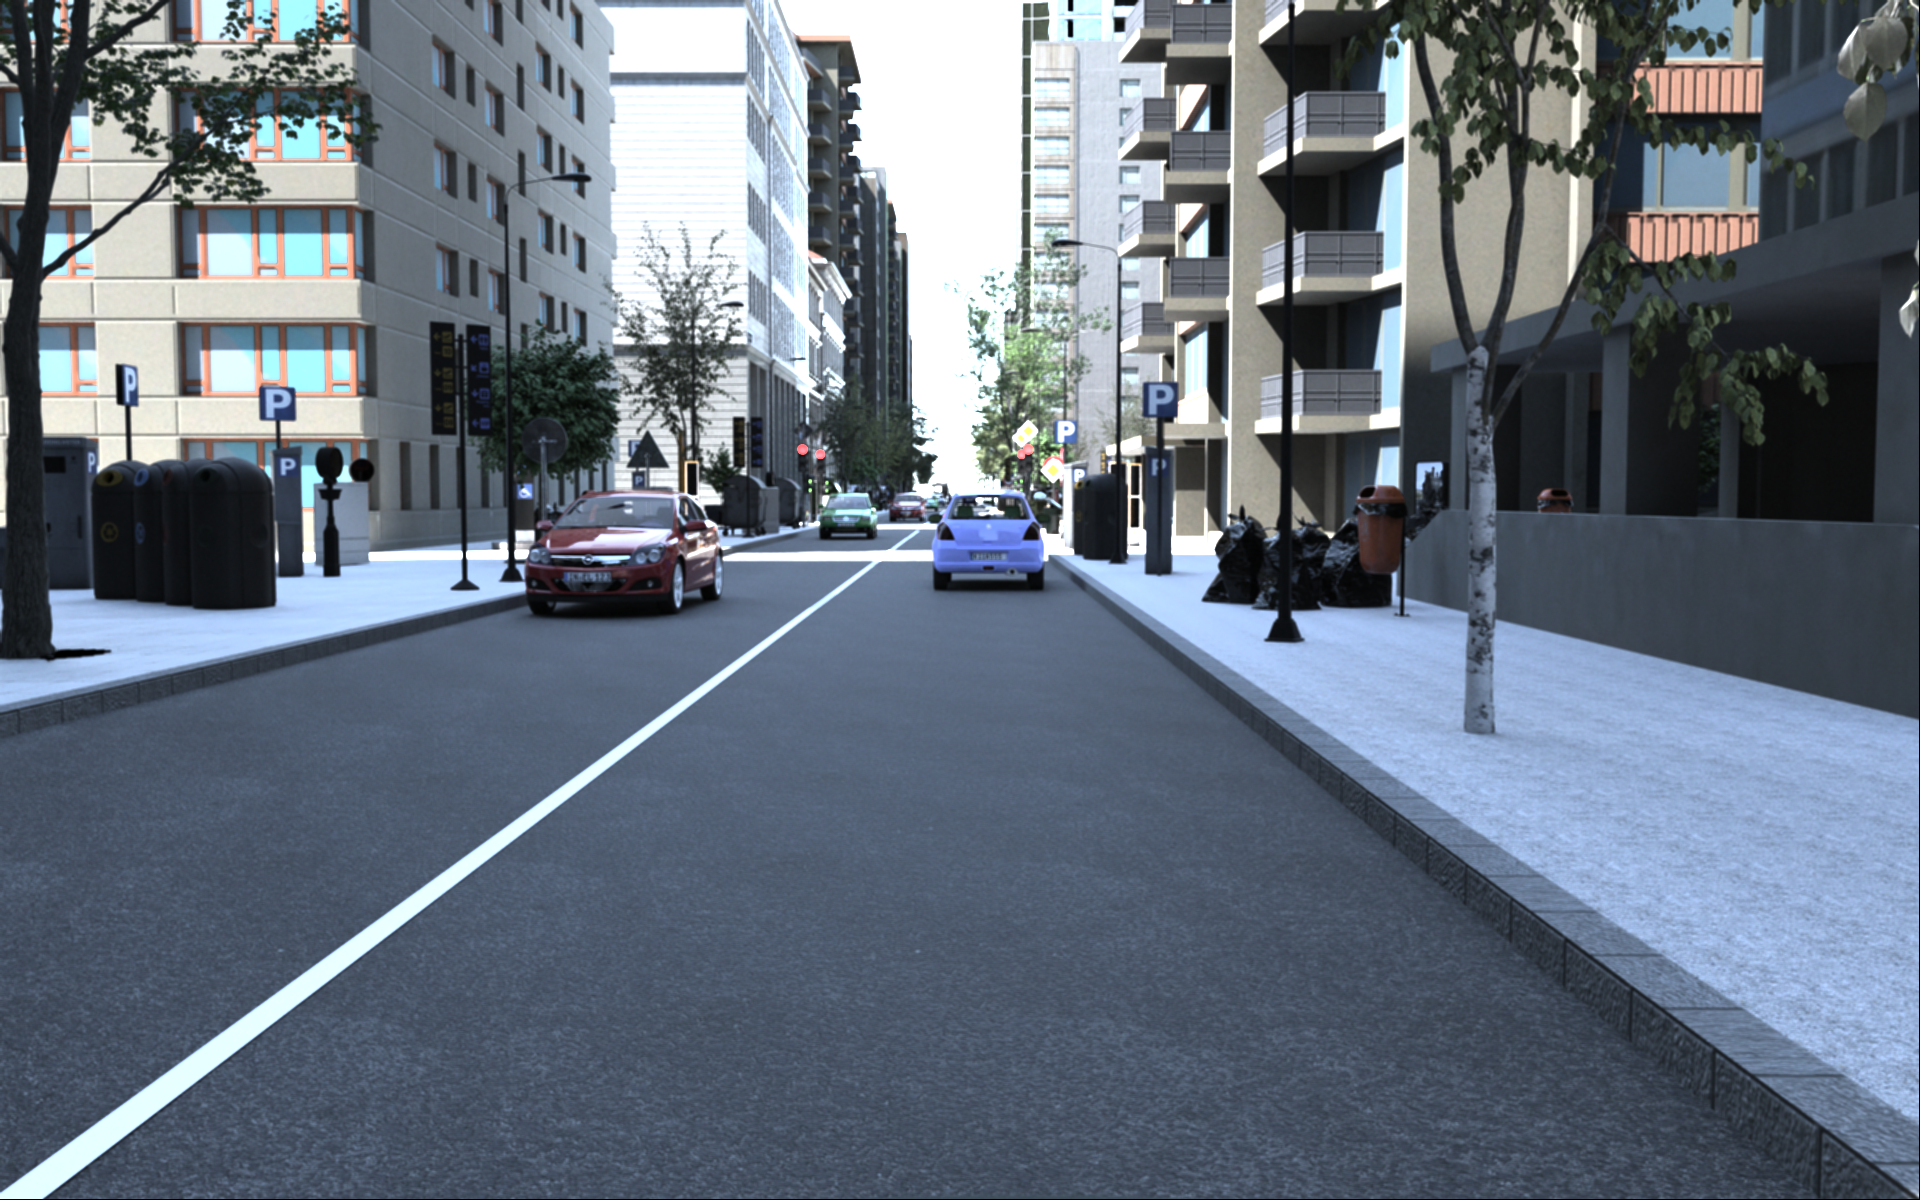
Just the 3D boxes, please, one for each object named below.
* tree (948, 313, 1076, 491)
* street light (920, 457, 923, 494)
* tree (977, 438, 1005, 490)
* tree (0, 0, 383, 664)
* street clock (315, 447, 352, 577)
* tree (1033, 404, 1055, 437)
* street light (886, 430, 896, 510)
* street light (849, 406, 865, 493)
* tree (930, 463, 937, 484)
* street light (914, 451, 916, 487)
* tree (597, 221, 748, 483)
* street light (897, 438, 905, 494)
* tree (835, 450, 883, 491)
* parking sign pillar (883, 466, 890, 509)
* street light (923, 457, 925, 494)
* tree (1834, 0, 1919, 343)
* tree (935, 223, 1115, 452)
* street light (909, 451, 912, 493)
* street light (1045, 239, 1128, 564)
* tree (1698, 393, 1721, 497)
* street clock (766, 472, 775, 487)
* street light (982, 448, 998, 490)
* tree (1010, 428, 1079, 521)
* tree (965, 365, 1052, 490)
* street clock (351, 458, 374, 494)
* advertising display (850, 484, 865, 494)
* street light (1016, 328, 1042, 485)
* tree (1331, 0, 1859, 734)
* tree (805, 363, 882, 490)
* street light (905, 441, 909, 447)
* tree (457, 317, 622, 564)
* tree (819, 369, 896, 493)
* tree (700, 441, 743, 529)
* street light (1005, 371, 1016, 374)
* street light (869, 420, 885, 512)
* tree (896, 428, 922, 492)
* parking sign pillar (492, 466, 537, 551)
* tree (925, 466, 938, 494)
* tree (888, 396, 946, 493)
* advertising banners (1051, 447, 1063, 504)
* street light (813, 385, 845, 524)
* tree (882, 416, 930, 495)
[{"bbox_3d":[3.154,-10.644,99.782,9.928,11.665,9.643,0,3,0],"label":"tree"},{"bbox_3d":[-5.318,-14.018,201.734,1.470,5.913,1.316,0,4,0],"label":"street light"},{"bbox_3d":[3.661,-15.250,199.703,4.360,8.622,3.978,0,3,0],"label":"tree"},{"bbox_3d":[-7.189,-5.353,13.283,9.928,11.665,9.643,0,3,0],"label":"tree"},{"bbox_3d":[-9.777,-1.366,26.903,0.358,2.002,0.471,0,4,6],"label":"street clock"},{"bbox_3d":[7.424,-11.317,135.389,4.360,8.622,3.978,0,3,0],"label":"tree"},{"bbox_3d":[-5.557,-9.350,125.414,1.470,5.913,1.316,0,4,0],"label":"street light"},{"bbox_3d":[-5.767,-7.297,91.848,1.470,5.913,1.316,0,4,0],"label":"street light"},{"bbox_3d":[-5.746,-14.789,192.166,4.360,8.622,3.978,0,3,0],"label":"tree"},{"bbox_3d":[-5.372,-12.991,184.951,1.470,5.913,1.316,0,4,0],"label":"street light"},{"bbox_3d":[-7.420,-5.850,46.006,4.360,8.622,3.978,0,3,0],"label":"tree"},{"bbox_3d":[-5.505,-10.383,142.309,1.470,5.913,1.316,0,4,0],"label":"street light"},{"bbox_3d":[-7.062,-8.401,121.062,4.285,4.588,4.351,0,3,0],"label":"tree"},{"bbox_3d":[-6.181,-9.755,147.965,1.447,3.967,1.447,0,4,-1],"label":"parking sign pillar"},{"bbox_3d":[-5.158,-16.028,234.592,1.470,5.913,1.316,0,4,0],"label":"street light"},{"bbox_3d":[2.710,-3.180,2.358,4.360,8.622,3.978,0,3,0],"label":"tree"},{"bbox_3d":[4.459,-16.272,121.934,12.611,20.169,13.585,0,3,0],"label":"tree"},{"bbox_3d":[-5.511,-11.965,168.168,1.470,5.913,1.316,0,4,0],"label":"street light"},{"bbox_3d":[2.368,-3.621,31.749,1.470,5.913,1.316,0,4,0],"label":"street light"},{"bbox_3d":[11.919,-2.067,28.405,1.663,3.219,1.824,0,3,0],"label":"tree"},{"bbox_3d":[-6.183,-3.174,56.470,0.358,2.002,0.471,0,4,3],"label":"street clock"},{"bbox_3d":[2.886,-12.337,174.254,1.470,5.913,1.316,0,4,0],"label":"street light"},{"bbox_3d":[4.224,-6.109,83.603,4.285,4.588,4.351,0,3,0],"label":"tree"},{"bbox_3d":[4.309,-14.195,150.221,7.486,12.596,7.792,0,3,0],"label":"tree"},{"bbox_3d":[-12.180,-1.878,35.271,0.471,2.002,0.358,-2,4,-30],"label":"street clock"},{"bbox_3d":[-6.548,-6.438,110.477,0.974,1.923,0.123,0,4,5],"label":"advertising display"},{"bbox_3d":[2.396,-4.649,48.545,1.470,5.913,1.316,0,4,0],"label":"street light"},{"bbox_3d":[2.788,-3.576,8.833,4.737,8.622,4.395,0,3,0],"label":"tree"},{"bbox_3d":[-6.683,-8.964,96.918,4.360,8.622,3.978,0,3,0],"label":"tree"},{"bbox_3d":[-5.434,-10.938,151.384,1.470,5.913,1.316,0,4,0],"label":"street light"},{"bbox_3d":[-7.817,-2.983,32.491,4.285,4.588,4.351,0,3,0],"label":"tree"},{"bbox_3d":[-6.667,-9.312,102.620,4.737,8.622,4.395,0,3,0],"label":"tree"},{"bbox_3d":[-8.610,-4.203,63.322,1.663,3.219,1.824,0,3,0],"label":"tree"},{"bbox_3d":[2.418,-5.692,65.604,1.470,5.913,1.316,0,4,0],"label":"street light"},{"bbox_3d":[-5.648,-8.324,108.631,1.470,5.913,1.316,0,4,0],"label":"street light"},{"bbox_3d":[-6.267,-11.512,138.581,4.737,8.622,4.395,0,3,0],"label":"tree"},{"bbox_3d":[-10.018,-3.133,39.692,1.447,3.967,1.447,-1,4,-17],"label":"parking sign pillar"},{"bbox_3d":[-5.803,-21.264,298.026,4.737,8.622,4.395,0,3,0],"label":"tree"},{"bbox_3d":[-6.907,-19.455,224.744,9.857,13.997,8.962,0,3,0],"label":"tree"},{"bbox_3d":[3.642,-4.202,64.888,0.090,3.025,2.074,-1,4,-8],"label":"advertising banners"},{"bbox_3d":[-5.830,-6.216,74.180,1.470,5.913,1.316,0,4,0],"label":"street light"},{"bbox_3d":[-5.963,-13.039,163.554,4.360,8.622,3.978,0,3,0],"label":"tree"}]
